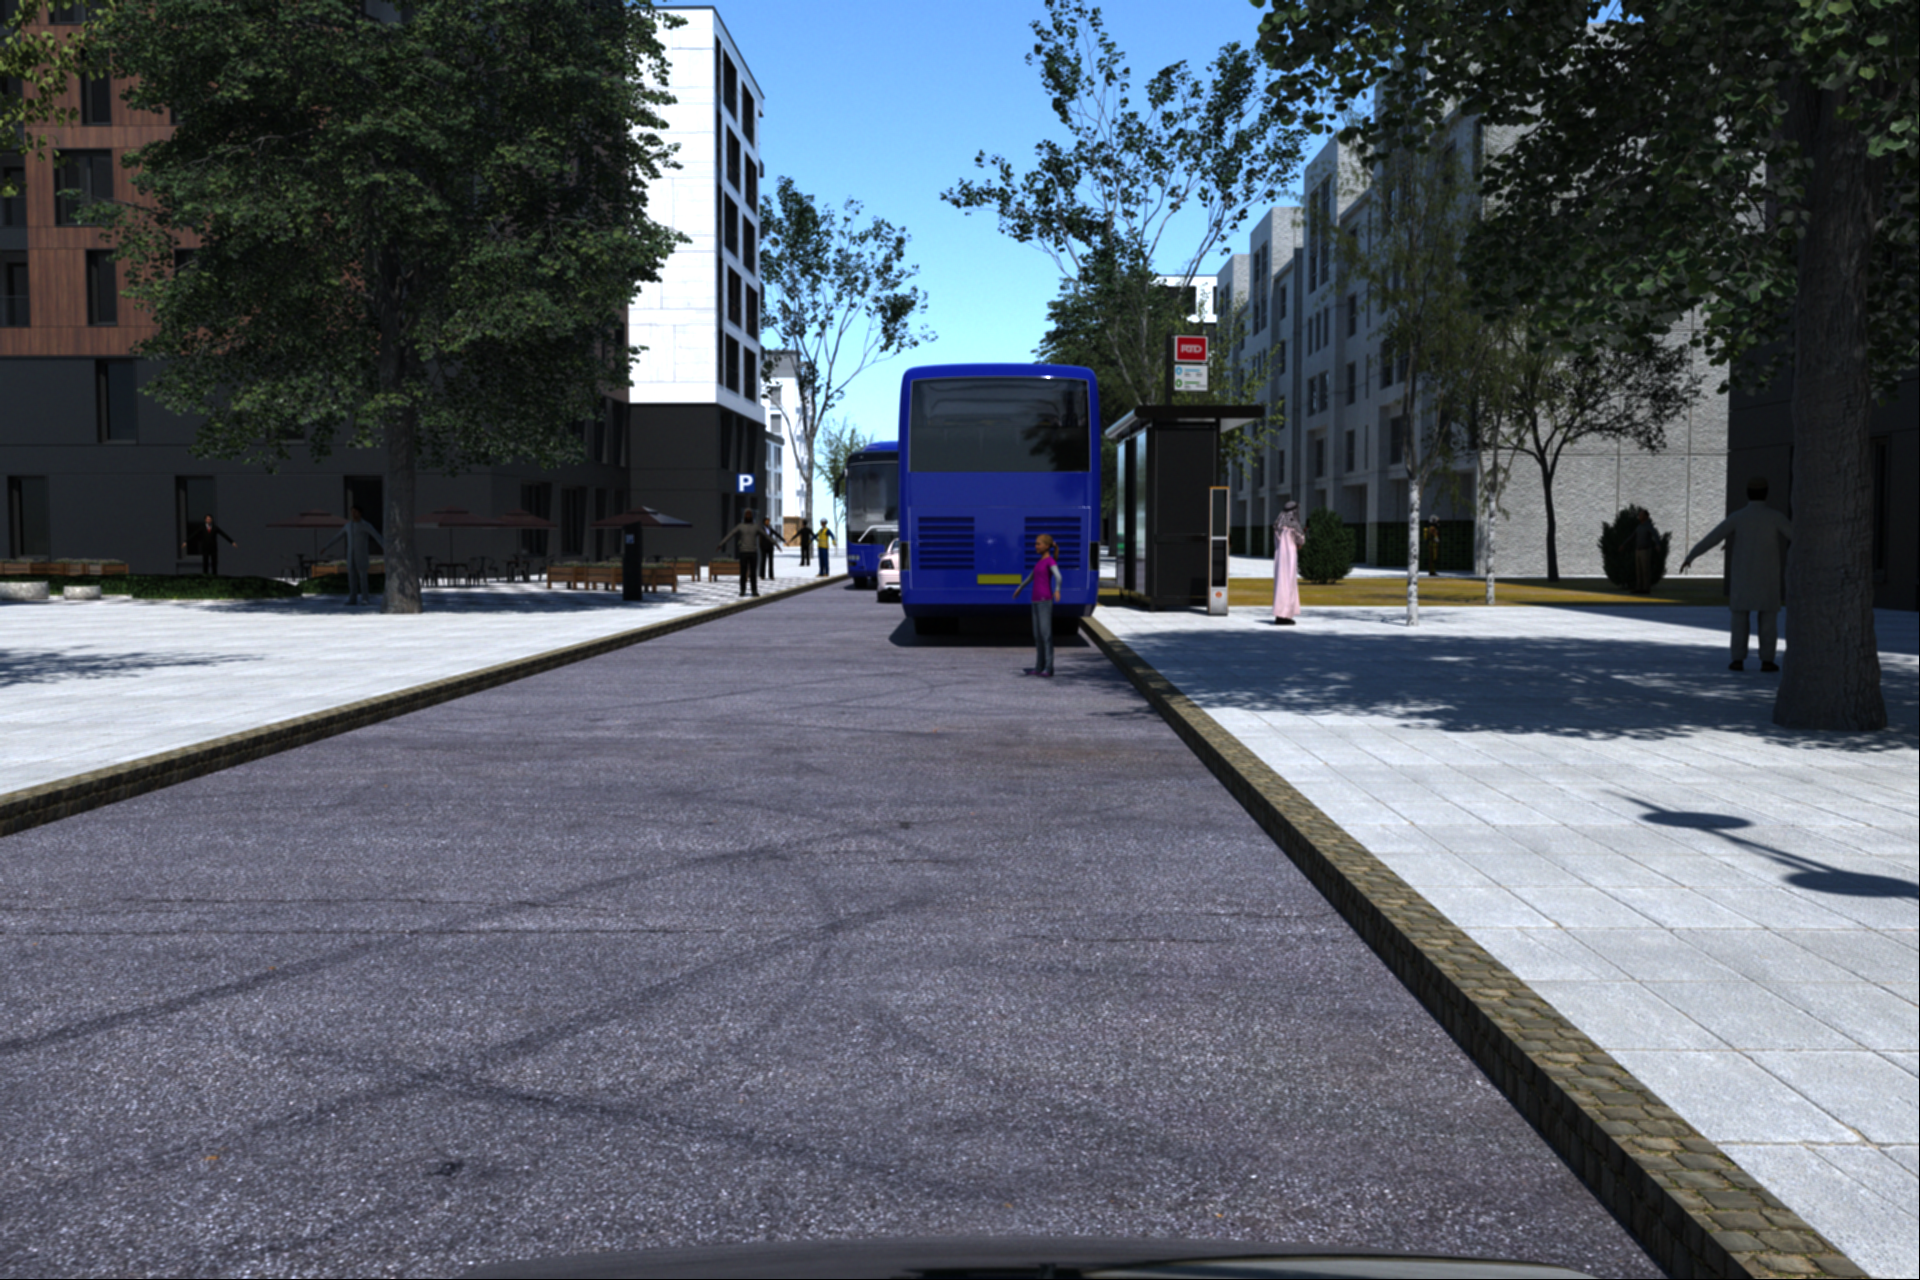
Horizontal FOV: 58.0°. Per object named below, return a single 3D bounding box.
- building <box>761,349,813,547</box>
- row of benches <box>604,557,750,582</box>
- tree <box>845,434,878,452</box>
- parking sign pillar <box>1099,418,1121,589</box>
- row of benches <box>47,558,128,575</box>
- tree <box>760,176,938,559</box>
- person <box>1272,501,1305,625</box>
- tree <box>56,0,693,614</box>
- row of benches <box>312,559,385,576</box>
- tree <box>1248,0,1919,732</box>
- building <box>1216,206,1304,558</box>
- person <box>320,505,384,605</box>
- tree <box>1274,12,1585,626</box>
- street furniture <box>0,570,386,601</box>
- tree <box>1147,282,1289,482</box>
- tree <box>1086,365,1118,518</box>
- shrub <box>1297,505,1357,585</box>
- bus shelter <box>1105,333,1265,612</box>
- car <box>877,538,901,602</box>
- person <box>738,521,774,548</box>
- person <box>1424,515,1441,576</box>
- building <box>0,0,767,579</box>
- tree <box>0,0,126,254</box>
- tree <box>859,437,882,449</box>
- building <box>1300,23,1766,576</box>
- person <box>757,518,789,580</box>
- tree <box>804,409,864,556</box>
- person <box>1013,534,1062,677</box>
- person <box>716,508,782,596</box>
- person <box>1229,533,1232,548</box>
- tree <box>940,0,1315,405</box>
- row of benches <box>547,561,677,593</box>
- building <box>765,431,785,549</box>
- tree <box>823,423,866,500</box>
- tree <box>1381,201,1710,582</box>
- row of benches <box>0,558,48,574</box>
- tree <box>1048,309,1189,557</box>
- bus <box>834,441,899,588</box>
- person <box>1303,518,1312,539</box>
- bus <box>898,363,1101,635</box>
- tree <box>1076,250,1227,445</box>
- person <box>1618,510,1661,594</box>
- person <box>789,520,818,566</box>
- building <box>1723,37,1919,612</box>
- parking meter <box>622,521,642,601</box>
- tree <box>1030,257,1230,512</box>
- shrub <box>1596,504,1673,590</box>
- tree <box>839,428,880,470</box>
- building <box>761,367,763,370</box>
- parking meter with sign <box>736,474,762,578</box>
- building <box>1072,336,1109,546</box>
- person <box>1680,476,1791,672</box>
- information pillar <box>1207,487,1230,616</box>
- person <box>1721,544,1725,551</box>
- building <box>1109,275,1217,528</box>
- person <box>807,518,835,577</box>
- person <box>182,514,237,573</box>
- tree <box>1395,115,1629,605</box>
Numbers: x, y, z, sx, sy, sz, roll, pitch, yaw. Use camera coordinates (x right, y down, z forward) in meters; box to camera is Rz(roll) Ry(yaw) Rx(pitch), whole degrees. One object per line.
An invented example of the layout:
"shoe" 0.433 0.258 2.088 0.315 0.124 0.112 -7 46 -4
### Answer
"building" -21.629 -19.712 178.708 16.016 20.090 11.380 0 4 2
"row of benches" -7.659 -1.903 46.576 4.104 0.672 1.422 0 4 6
"tree" -7.119 -10.763 126.338 4.360 8.622 3.978 0 3 0
"parking sign pillar" 3.952 -3.216 41.057 1.447 3.967 1.447 0 4 2
"row of benches" -22.009 -1.728 43.717 1.422 0.672 4.104 -3 5 -45
"tree" -7.469 -14.347 90.465 12.611 20.169 13.585 0 3 0
"person" 4.651 -1.087 24.489 0.621 1.740 0.551 -3 4 -37
"tree" -8.949 -7.403 27.696 9.857 13.997 8.962 0 3 0
"row of benches" -14.729 -1.676 42.869 1.422 0.672 4.104 0 4 7
"tree" 5.807 -6.385 11.045 9.857 13.997 8.962 0 3 0
"building" 25.399 -14.409 102.046 16.747 18.905 31.486 0 4 1
"person" -10.911 -1.538 31.326 1.347 1.806 0.705 1 4 11
"tree" 6.093 -4.502 23.978 4.360 8.622 3.978 0 3 0
"street furniture" -16.608 -1.227 35.682 10.072 0.657 5.734 0 4 -4
"tree" 7.478 -6.194 51.641 4.737 8.622 4.395 0 3 0
"tree" 7.927 -11.694 109.320 7.486 12.596 7.792 0 3 0
"shrub" 9.244 -2.449 44.086 1.661 2.075 1.752 0 3 0
"bus shelter" 3.924 -3.352 32.435 2.179 5.291 8.768 0 4 0
"car" -0.782 -1.558 37.842 2.083 1.381 4.827 0 4 2
"person" -6.851 -3.206 58.561 1.346 1.812 0.704 -1 4 -17
"person" 14.502 -2.886 52.954 0.705 1.858 1.354 1 4 8
"building" -23.510 -13.558 65.652 27.936 21.610 32.646 0 4 2
"tree" -8.887 -3.831 12.997 4.737 8.622 4.395 0 3 0
"tree" -6.859 -11.151 132.676 4.737 8.622 4.395 0 3 0
"building" 24.720 -12.370 68.700 16.747 18.905 31.486 0 4 1
"person" -5.346 -2.538 48.224 1.216 1.740 0.721 -2 4 -24
"tree" -7.548 -9.317 102.693 4.360 8.622 3.978 0 3 0
"person" 0.781 -0.348 17.414 0.599 1.433 0.991 -2 4 -23
"person" -4.350 -1.805 35.648 1.348 1.813 0.705 -1 4 -13
"person" 6.886 -2.444 46.186 0.704 1.802 1.346 3 5 44
"tree" 5.455 -12.664 62.941 12.611 20.169 13.585 0 3 0
"row of benches" -7.857 -1.448 39.130 4.104 0.672 1.422 3 5 42
"building" -19.948 -12.856 152.335 9.099 9.664 28.070 0 4 1
"tree" -7.059 -10.001 113.873 4.737 8.622 4.395 0 3 0
"tree" 15.907 -6.858 46.542 8.767 10.594 7.601 -1 4 -9
"row of benches" -25.698 -1.845 45.636 4.104 0.672 1.422 1 4 23
"tree" 8.544 -11.548 95.465 9.857 13.997 8.962 0 3 0
"bus" -1.573 -3.536 49.366 2.896 3.916 12.251 0 4 1
"person" 11.537 -3.104 56.902 1.345 1.843 0.704 2 4 32
"bus" 0.555 -2.201 27.530 2.896 3.916 12.251 0 4 1
"tree" 4.758 -5.843 45.898 4.360 8.622 3.978 0 3 0
"person" 14.598 -1.883 37.063 0.705 1.796 1.348 -1 4 -15
"person" -6.236 -3.893 69.582 1.347 1.837 0.705 -2 4 -33
"building" 26.019 -10.708 19.051 27.936 21.610 32.646 0 4 2
"parking meter" -6.337 -1.533 33.470 0.372 1.533 0.369 0 3 0
"tree" 7.772 -10.553 79.204 9.857 13.997 8.962 0 3 0
"shrub" 15.589 -2.179 40.047 1.690 2.028 1.600 0 3 0
"tree" -6.789 -10.360 119.748 4.360 8.622 3.978 0 3 0
"building" -24.786 -20.844 197.219 16.016 20.090 11.380 0 4 1
"parking meter with sign" -6.126 -3.337 50.816 0.543 3.016 1.738 0 4 3
"building" 25.820 -21.473 195.065 27.936 21.610 32.646 0 4 1
"person" 7.457 -0.620 16.232 1.344 1.819 0.704 2 4 30
"information pillar" 4.044 -1.385 27.143 0.304 2.012 0.304 0 4 1
"person" 17.860 -2.032 39.357 1.347 1.817 0.704 -2 4 -25
"building" 26.979 -18.897 152.947 27.936 21.610 32.646 0 4 1
"person" -4.143 -2.776 51.844 1.216 1.772 0.721 3 5 43
"person" -19.945 -2.437 46.033 1.347 1.806 0.705 -2 4 -26
"tree" 9.426 -4.951 31.312 4.360 8.622 3.978 0 3 0
